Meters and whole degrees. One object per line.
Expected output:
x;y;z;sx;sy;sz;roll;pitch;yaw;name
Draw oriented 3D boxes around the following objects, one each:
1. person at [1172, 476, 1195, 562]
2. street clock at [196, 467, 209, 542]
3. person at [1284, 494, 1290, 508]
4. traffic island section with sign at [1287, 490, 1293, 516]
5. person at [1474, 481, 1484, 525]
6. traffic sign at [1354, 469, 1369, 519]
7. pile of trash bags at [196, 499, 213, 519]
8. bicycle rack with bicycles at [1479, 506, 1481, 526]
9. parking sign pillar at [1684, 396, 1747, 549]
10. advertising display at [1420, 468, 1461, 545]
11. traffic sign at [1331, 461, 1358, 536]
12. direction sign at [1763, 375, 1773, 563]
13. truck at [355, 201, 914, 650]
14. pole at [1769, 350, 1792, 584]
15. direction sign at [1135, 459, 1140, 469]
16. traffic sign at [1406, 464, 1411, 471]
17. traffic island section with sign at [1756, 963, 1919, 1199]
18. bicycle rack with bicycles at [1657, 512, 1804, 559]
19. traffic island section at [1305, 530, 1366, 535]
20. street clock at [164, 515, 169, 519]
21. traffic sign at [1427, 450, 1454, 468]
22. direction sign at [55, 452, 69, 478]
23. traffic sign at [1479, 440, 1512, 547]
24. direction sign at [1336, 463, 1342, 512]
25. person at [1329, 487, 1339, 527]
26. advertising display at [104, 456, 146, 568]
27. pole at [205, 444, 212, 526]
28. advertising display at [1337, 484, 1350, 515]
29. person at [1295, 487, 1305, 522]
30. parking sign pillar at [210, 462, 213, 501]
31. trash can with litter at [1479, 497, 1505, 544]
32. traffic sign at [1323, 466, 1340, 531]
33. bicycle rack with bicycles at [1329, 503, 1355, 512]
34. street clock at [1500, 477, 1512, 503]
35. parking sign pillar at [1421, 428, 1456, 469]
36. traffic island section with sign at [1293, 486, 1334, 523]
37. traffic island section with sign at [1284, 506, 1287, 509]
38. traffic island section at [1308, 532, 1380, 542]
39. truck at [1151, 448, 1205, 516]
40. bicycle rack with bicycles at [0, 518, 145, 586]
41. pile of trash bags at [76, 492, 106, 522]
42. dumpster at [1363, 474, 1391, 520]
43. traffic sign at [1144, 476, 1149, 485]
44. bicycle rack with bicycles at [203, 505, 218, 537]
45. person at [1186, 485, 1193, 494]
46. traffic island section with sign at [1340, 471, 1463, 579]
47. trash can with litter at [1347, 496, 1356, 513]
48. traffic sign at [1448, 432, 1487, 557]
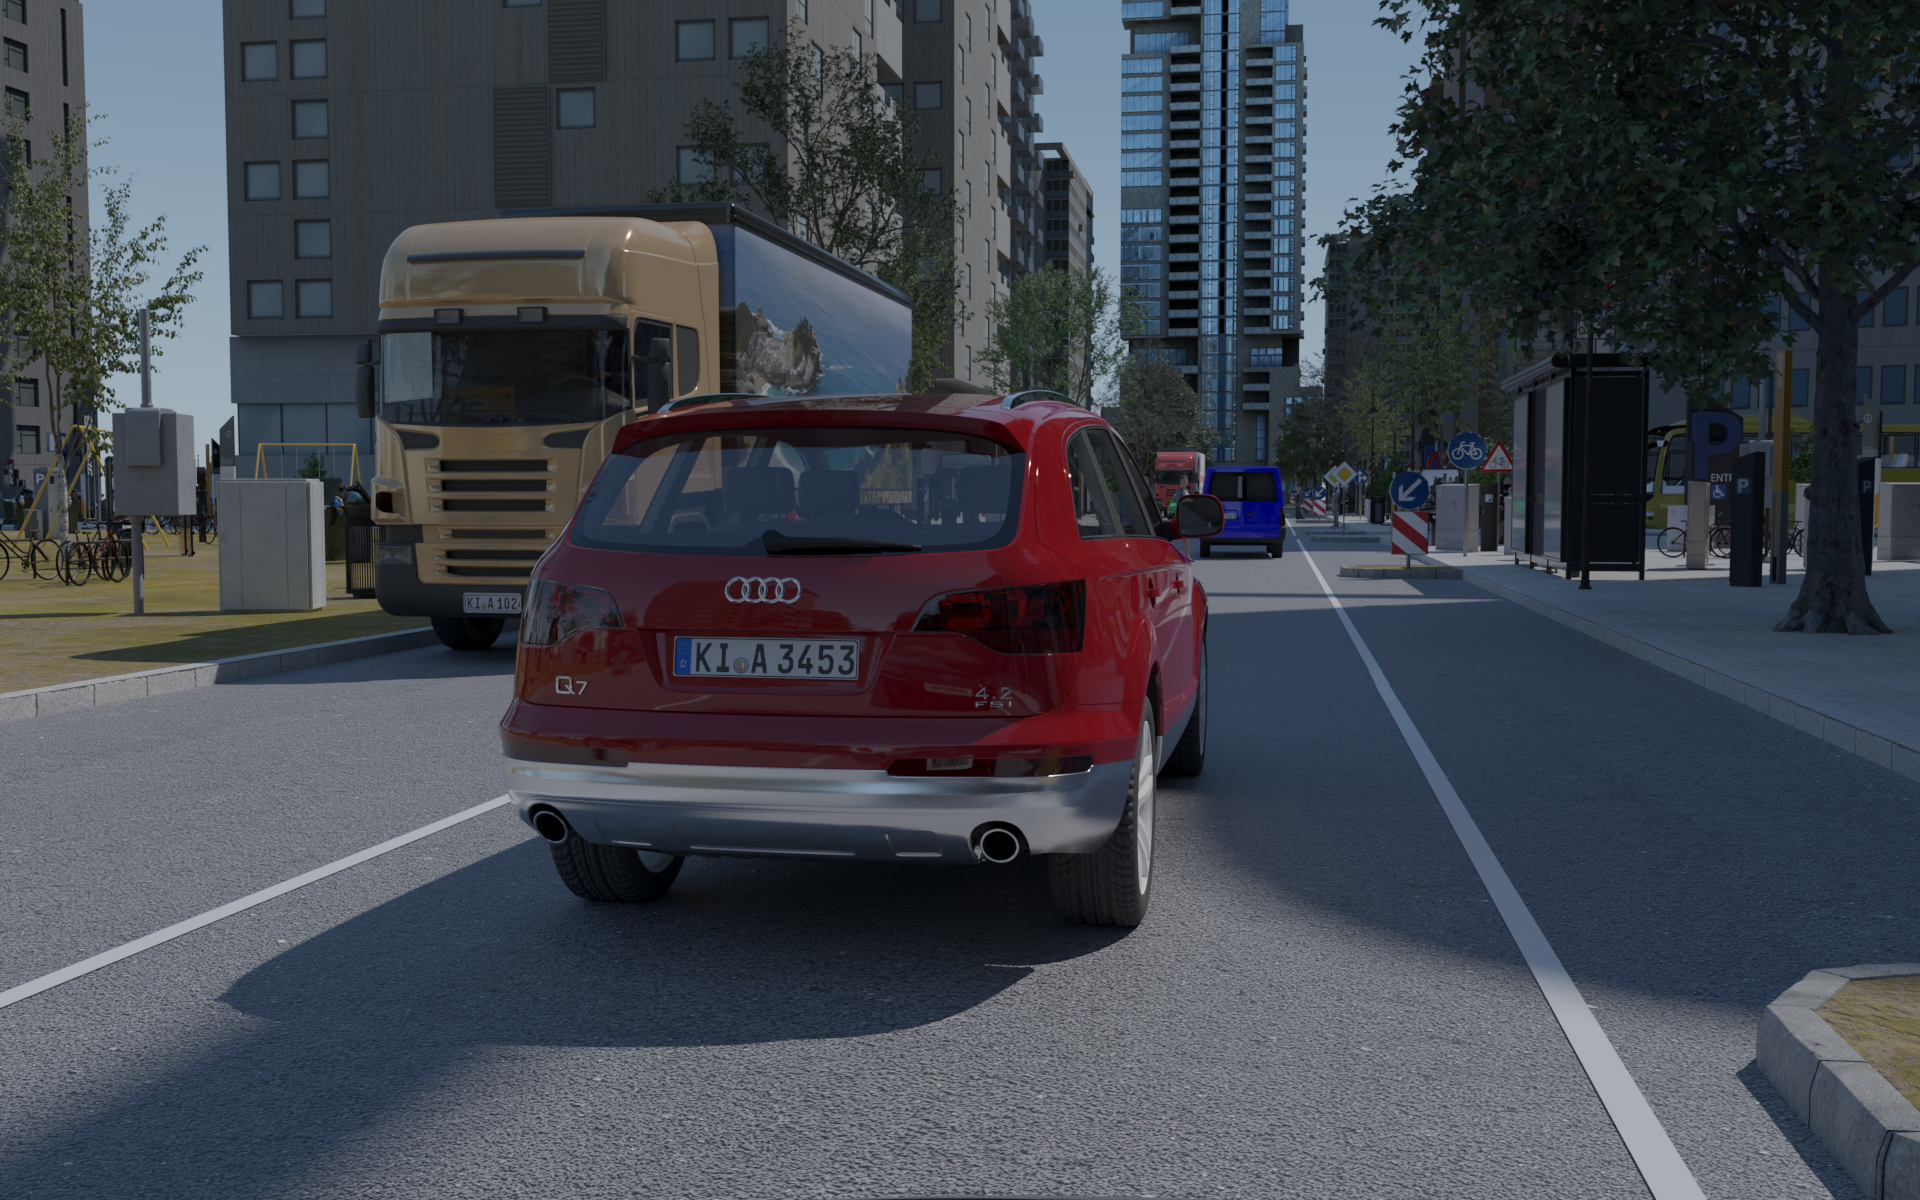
4.689;-1.723;36.694;0.581;1.822;0.654;-3;5;-39;person
-20.110;-2.530;45.937;0.358;2.002;0.471;-1;4;-23;street clock
34.300;-10.696;183.477;1.348;1.812;0.705;0;4;5;person
22.384;-6.327;112.076;1.989;1.847;2.006;1;4;10;traffic island section with sign
16.400;-2.853;55.051;0.656;1.842;0.836;1;4;19;person
20.399;-5.385;88.145;0.768;2.556;0.104;1;4;17;traffic sign
-37.968;-4.774;87.804;3.447;1.369;1.912;-3;5;-41;pile of trash bags
23.864;-3.890;76.987;2.852;0.926;2.925;2;4;27;bicycle rack with bicycles
18.013;-3.230;41.280;1.447;3.967;1.447;0;4;3;parking sign pillar
11.962;-2.322;43.182;0.974;1.923;0.123;1;4;23;advertising display
11.705;-3.007;52.799;0.795;2.450;0.064;1;4;10;traffic sign
15.031;-2.458;32.193;0.379;3.537;0.876;1;4;23;direction sign
-2.922;-1.846;19.095;2.839;4.237;11.283;1;4;11;truck
11.699;-1.886;24.678;0.158;3.312;0.155;0;3;0;pole
11.413;-7.439;113.627;0.876;3.537;0.379;3;4;38;direction sign
19.429;-4.585;74.973;0.884;2.594;0.081;1;4;11;traffic sign
2.899;0.302;3.695;1.989;1.847;2.006;1;4;10;traffic island section with sign
15.924;-1.318;34.926;2.925;0.926;2.852;3;5;40;bicycle rack with bicycles
13.143;-2.352;60.732;2.009;0.180;2.903;1;4;10;traffic island section
-40.925;-5.179;89.252;0.471;2.002;0.358;1;4;22;street clock
14.037;-3.090;50.632;0.768;2.556;0.104;1;4;14;traffic sign
-43.362;-5.608;83.683;0.379;3.537;0.876;0;4;8;direction sign
12.965;-2.552;41.730;0.884;2.594;0.081;1;4;16;traffic sign
27.823;-8.242;126.752;0.379;3.537;0.876;-2;4;-33;direction sign
16.289;-4.089;75.532;0.466;1.800;0.511;-1;4;-13;person
-14.512;-1.524;30.128;0.123;1.923;0.974;0;4;7;advertising display
-30.632;-4.694;70.594;0.158;3.312;0.155;0;3;0;pole
24.026;-6.328;108.681;0.123;1.923;0.974;-3;5;-43;advertising display
17.443;-4.900;89.039;0.534;1.772;0.576;-1;4;-16;person
-57.839;-8.872;133.524;1.447;3.967;1.447;-3;5;-42;parking sign pillar
13.962;-2.019;44.402;1.055;1.170;0.624;-2;4;-26;trash can with litter
13.118;-3.487;60.659;0.795;2.450;0.064;1;4;10;traffic sign
27.927;-6.781;124.246;2.925;0.926;2.852;-3;5;-44;bicycle rack with bicycles
22.701;-4.128;72.059;0.471;2.002;0.358;-1;4;-22;street clock
18.861;-4.880;68.261;1.447;3.967;1.447;0;4;5;parking sign pillar
17.623;-4.704;85.543;1.989;1.847;2.006;1;4;10;traffic island section with sign
31.177;-9.317;160.968;1.989;1.847;2.006;1;4;10;traffic island section with sign
11.730;-1.871;52.872;2.009;0.180;2.903;1;4;10;traffic island section
13.771;-7.314;108.504;2.839;4.237;11.283;1;4;11;truck
-13.094;-0.731;25.337;2.852;0.926;2.925;1;4;9;bicycle rack with bicycles
-40.386;-4.328;80.513;1.912;1.369;3.447;0;4;-2;pile of trash bags
20.574;-5.035;84.821;1.502;2.255;1.985;1;4;10;dumpster
12.948;-7.463;122.125;0.768;2.556;0.104;1;4;17;traffic sign
-17.658;-1.895;44.360;2.925;0.926;2.852;3;4;39;bicycle rack with bicycles
9.254;-3.716;69.604;0.721;1.781;0.623;-2;4;-25;person
7.673;-1.321;30.225;1.989;1.847;2.006;1;4;10;traffic island section with sign
26.456;-6.413;116.234;0.624;1.170;1.055;-3;4;-36;trash can with litter
10.349;-2.159;35.399;0.768;2.556;0.104;1;4;17;traffic sign
